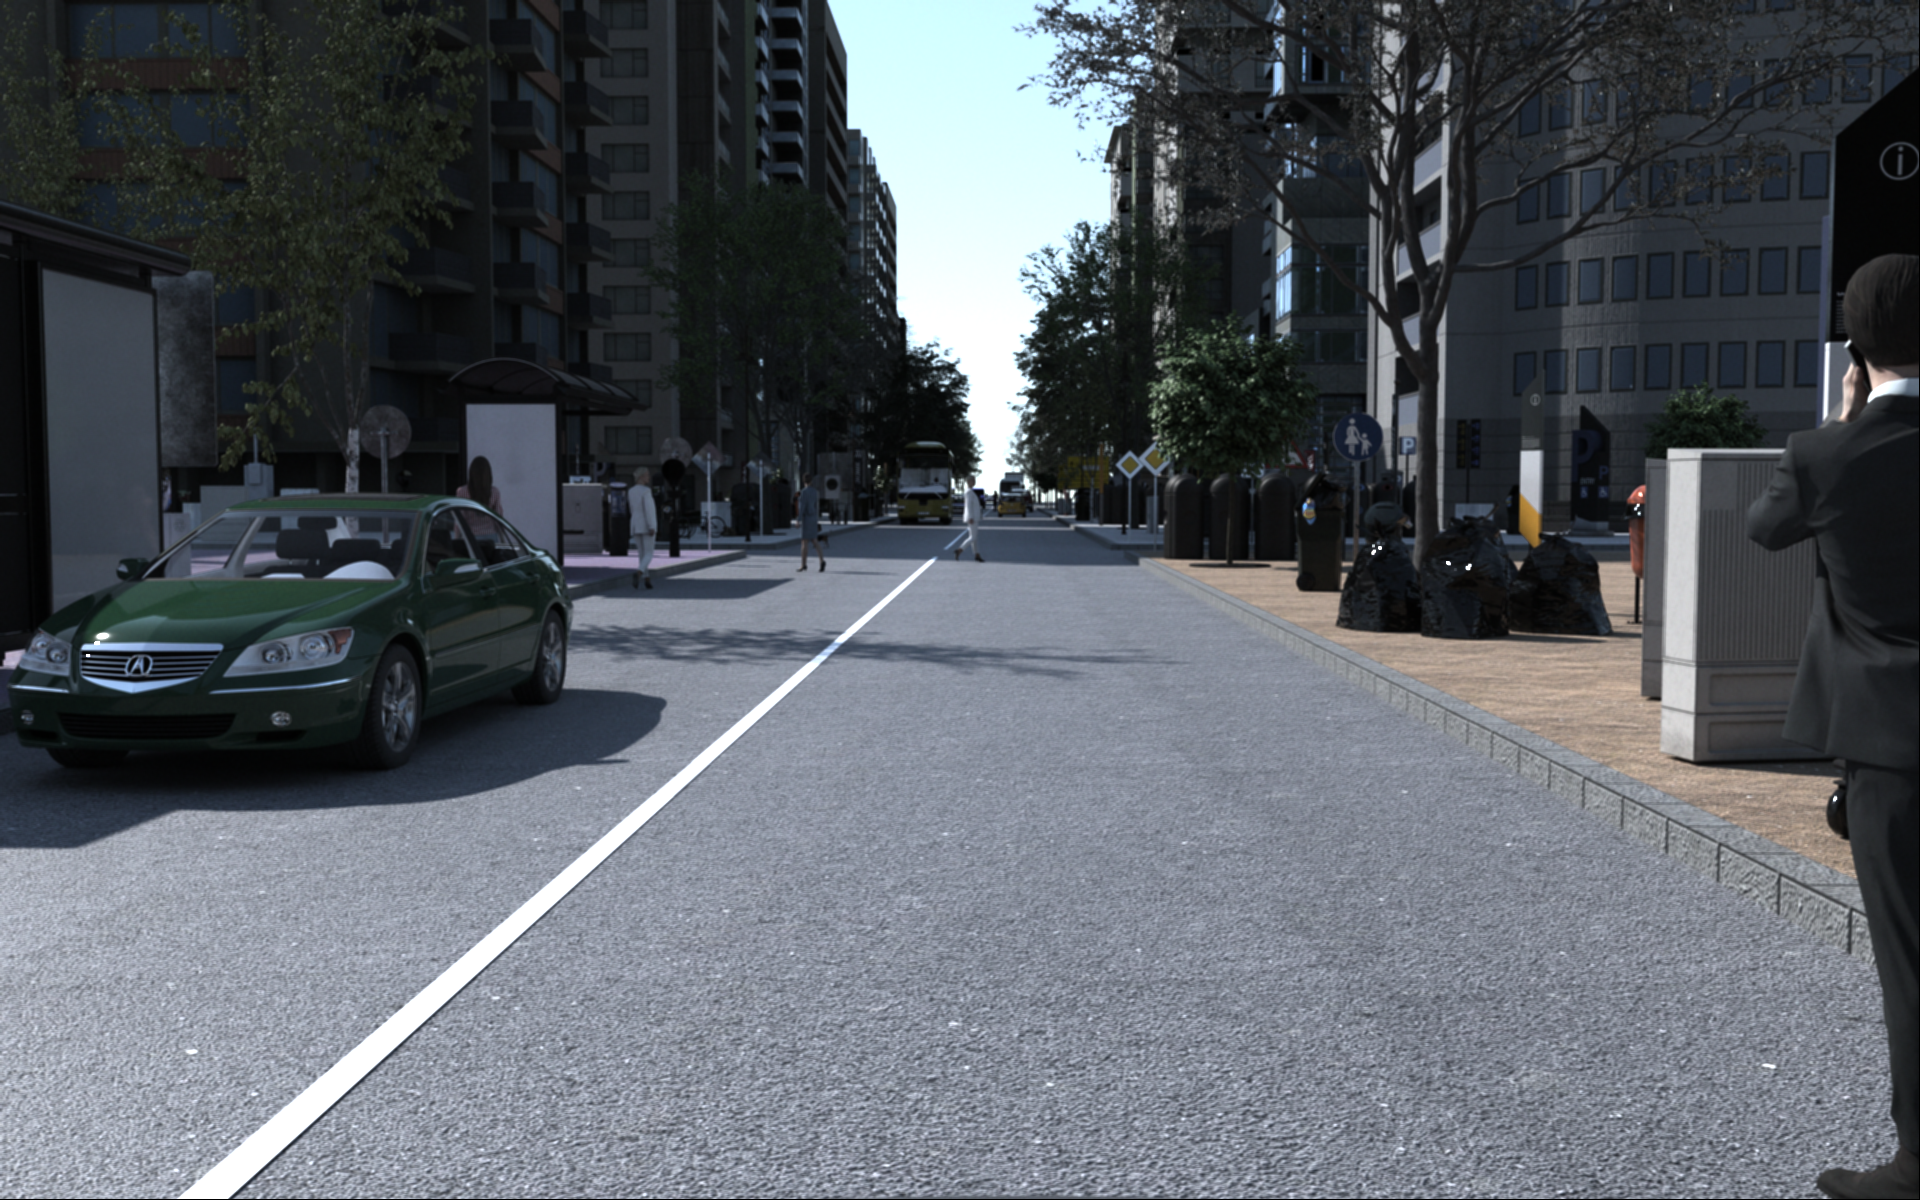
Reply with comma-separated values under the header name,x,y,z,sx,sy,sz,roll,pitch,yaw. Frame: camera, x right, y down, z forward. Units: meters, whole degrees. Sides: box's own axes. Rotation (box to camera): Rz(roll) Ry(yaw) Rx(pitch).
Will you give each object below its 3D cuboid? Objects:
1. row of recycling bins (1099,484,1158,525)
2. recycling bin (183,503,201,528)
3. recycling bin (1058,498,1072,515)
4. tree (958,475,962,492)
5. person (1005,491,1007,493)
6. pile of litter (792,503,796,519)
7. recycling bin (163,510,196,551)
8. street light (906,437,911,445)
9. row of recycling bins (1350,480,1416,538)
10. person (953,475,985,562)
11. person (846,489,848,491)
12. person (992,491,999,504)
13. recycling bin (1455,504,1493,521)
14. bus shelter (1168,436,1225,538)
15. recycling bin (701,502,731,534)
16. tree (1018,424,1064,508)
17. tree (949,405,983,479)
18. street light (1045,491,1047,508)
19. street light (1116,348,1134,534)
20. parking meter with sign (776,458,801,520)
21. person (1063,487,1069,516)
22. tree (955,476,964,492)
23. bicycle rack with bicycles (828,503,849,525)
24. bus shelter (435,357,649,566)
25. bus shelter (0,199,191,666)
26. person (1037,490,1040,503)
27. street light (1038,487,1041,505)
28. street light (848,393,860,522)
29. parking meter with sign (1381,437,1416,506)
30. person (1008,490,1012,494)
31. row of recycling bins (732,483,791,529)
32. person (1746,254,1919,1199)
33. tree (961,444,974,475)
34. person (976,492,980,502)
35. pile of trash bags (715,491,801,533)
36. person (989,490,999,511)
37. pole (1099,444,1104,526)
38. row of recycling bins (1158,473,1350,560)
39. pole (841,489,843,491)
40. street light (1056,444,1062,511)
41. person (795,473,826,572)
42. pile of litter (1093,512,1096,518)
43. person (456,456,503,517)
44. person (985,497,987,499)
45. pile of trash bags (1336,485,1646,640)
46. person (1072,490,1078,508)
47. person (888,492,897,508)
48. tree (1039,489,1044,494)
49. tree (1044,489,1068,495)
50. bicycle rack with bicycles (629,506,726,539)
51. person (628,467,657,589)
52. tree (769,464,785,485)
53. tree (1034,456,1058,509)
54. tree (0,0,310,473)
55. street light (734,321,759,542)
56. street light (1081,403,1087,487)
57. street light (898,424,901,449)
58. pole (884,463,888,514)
name,x,y,z,sx,sy,sz,roll,pitch,yaw
row of recycling bins,7.173,-4.021,72.856,1.069,1.692,3.534,-3,5,-40
recycling bin,-21.802,-2.275,49.743,0.722,1.027,0.722,3,4,37
recycling bin,6.496,-5.791,107.231,0.722,1.027,0.722,-1,4,-16
tree,-1.216,-18.352,250.413,4.360,8.622,3.978,0,3,0
person,4.283,-9.414,163.239,1.217,1.723,0.721,-2,4,-34
pile of litter,-8.938,-4.652,90.018,1.176,0.858,1.719,-2,4,-24
recycling bin,-10.793,-0.646,23.111,0.722,1.027,0.722,2,4,25
street light,-3.613,-9.186,122.971,0.468,5.910,1.993,0,4,2
row of recycling bins,12.122,-2.695,51.175,3.534,1.692,1.069,0,4,1
person,0.186,-1.712,36.363,0.818,1.842,0.514,-2,4,-26
person,-9.334,-8.427,143.823,1.348,1.824,0.705,-3,5,-41
person,4.985,-14.143,239.747,0.705,1.823,1.348,3,5,42
recycling bin,13.421,-1.998,45.218,0.722,1.027,0.722,-3,5,-41
bus shelter,7.036,-4.433,50.114,2.179,5.291,8.768,0,4,1
recycling bin,-7.901,-2.664,56.117,0.722,1.027,0.722,2,4,35
tree,8.618,-13.594,172.619,4.360,8.622,3.978,0,3,0
tree,-0.899,-18.447,219.737,7.486,12.596,7.792,0,3,0
street light,8.203,-11.729,164.552,0.468,5.910,1.993,0,4,2
street light,5.215,-5.024,54.926,0.468,5.910,1.993,0,4,2
parking meter with sign,-8.602,-5.396,84.485,1.738,3.016,0.543,-1,4,-18
person,6.250,-5.862,101.890,0.388,1.821,0.555,-1,4,-11
tree,-0.769,-19.168,263.750,4.737,8.622,4.395,0,3,0
bicycle rack with bicycles,-5.691,-3.640,72.900,2.852,0.926,2.925,0,4,4
bus shelter,-6.647,-2.104,28.323,2.014,3.302,5.546,0,4,2
bus shelter,-7.815,-2.016,10.591,2.179,5.291,8.768,0,4,1
person,11.827,-15.363,257.208,0.705,1.826,1.348,3,4,36
street light,9.176,-13.709,196.936,0.468,5.910,1.993,0,4,2
street light,-4.850,-6.511,79.240,0.468,5.910,1.993,0,4,2
parking meter with sign,13.347,-3.499,53.475,0.543,3.016,1.738,-1,4,-18
person,3.719,-7.392,130.087,1.217,1.736,0.721,1,4,16
row of recycling bins,-7.292,-3.440,63.359,1.069,1.692,3.534,1,4,23
person,1.928,0.268,3.483,0.648,1.900,0.474,0,4,0
tree,-2.181,-16.142,198.326,8.767,10.594,7.601,-3,4,-36
person,1.591,-8.681,151.904,0.415,1.643,0.593,2,4,26
pile of trash bags,-6.708,-2.970,58.306,3.447,1.369,1.912,0,4,-5
person,2.845,-8.223,143.630,0.721,1.739,1.217,3,5,40
pole,5.768,-4.696,70.628,0.158,3.312,0.155,0,3,0
row of recycling bins,5.761,-1.642,33.963,3.534,1.692,1.069,1,4,11
pole,-7.608,-7.160,110.911,0.158,3.312,0.155,0,3,0
street light,7.403,-9.748,132.162,0.468,5.910,1.993,0,4,2
person,-2.768,-1.433,31.953,0.581,1.822,0.654,-3,5,-42
pile of litter,7.408,-4.880,93.761,1.719,0.858,1.176,-3,5,-40
person,-4.947,-0.575,17.904,0.555,1.821,0.388,-3,4,-36
person,2.753,-11.961,207.278,0.991,1.433,0.599,1,4,12
pile of trash bags,5.442,-0.410,16.461,3.447,1.369,1.912,-1,4,-18
person,10.262,-8.839,151.112,0.990,1.755,0.434,2,4,28
person,-6.227,-9.061,157.455,1.065,1.426,0.557,2,4,24
tree,10.595,-13.701,218.604,1.663,3.219,1.824,0,3,0
tree,9.087,-9.890,156.296,1.663,3.219,1.824,0,3,0
bicycle rack with bicycles,-8.532,-2.252,50.203,2.925,0.926,2.852,1,4,11
person,-4.774,-1.072,25.904,0.514,1.842,0.818,1,4,19
tree,-11.361,-7.030,109.544,1.663,3.219,1.824,0,3,0
tree,7.747,-9.997,147.156,4.285,4.588,4.351,0,3,0
tree,-13.343,-4.644,26.298,4.737,8.622,4.395,0,3,0
street light,-5.717,-4.511,46.535,0.468,5.910,1.993,0,4,2
street light,6.164,-7.004,87.311,0.468,5.910,1.993,0,4,2
street light,-3.921,-8.492,111.626,0.468,5.910,1.993,0,4,2
pole,-4.829,-7.283,112.916,0.158,3.312,0.155,0,3,0
